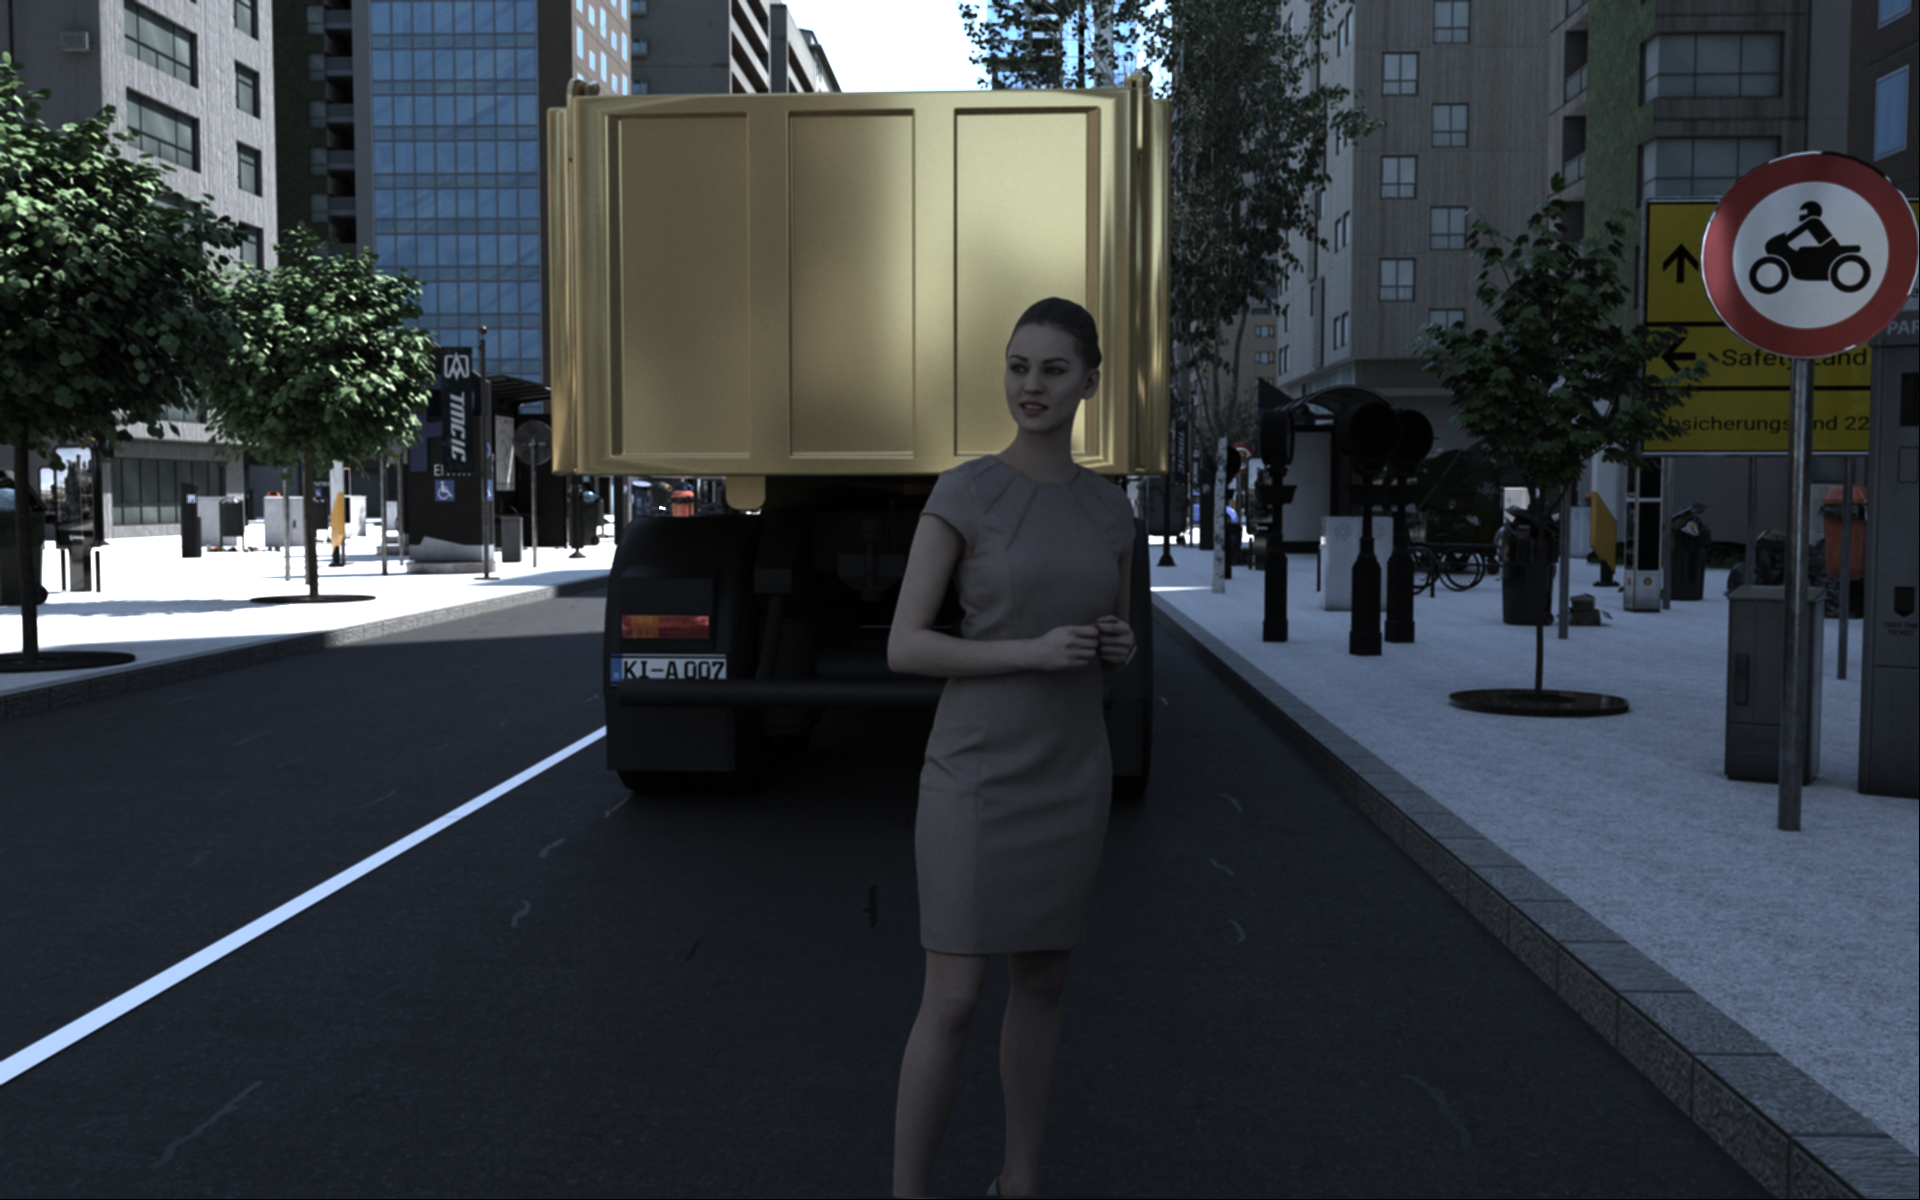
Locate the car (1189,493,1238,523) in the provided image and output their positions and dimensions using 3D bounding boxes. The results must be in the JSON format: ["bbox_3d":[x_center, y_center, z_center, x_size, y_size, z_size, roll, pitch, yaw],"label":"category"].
[{"bbox_3d":[10.125,-3.984,74.723,3.694,1.707,1.945,0,4,0],"label":"car"}]

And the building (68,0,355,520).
[{"bbox_3d":[-40.938,-20.172,101.519,14.107,30.474,14.160,0,4,2],"label":"building"}]

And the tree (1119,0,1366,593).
[{"bbox_3d":[3.242,-4.405,22.379,4.360,8.622,3.978,0,3,0],"label":"tree"}]

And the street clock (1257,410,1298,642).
[{"bbox_3d":[2.753,-0.642,15.059,0.358,2.002,0.471,1,4,20],"label":"street clock"}]

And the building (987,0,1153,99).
[{"bbox_3d":[15.801,-58.012,261.170,31.000,86.520,22.319,0,4,2],"label":"building"}]

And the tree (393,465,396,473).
[{"bbox_3d":[-16.694,-3.586,53.235,1.663,3.219,1.824,0,3,0],"label":"tree"}]

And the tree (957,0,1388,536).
[{"bbox_3d":[7.054,-12.014,52.311,12.611,20.169,13.585,0,3,0],"label":"tree"}]

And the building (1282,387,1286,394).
[{"bbox_3d":[32.148,-29.294,129.064,14.600,45.320,14.200,0,4,2],"label":"building"}]

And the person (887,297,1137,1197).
[{"bbox_3d":[0.108,0.351,3.098,0.599,1.781,0.374,-2,4,-27],"label":"person"}]

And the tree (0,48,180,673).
[{"bbox_3d":[-7.091,-1.792,13.014,4.285,4.588,4.351,0,3,0],"label":"tree"}]

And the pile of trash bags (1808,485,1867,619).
[{"bbox_3d":[9.541,-0.496,17.859,1.912,1.369,3.447,3,5,40],"label":"pile of trash bags"}]

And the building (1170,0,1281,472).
[{"bbox_3d":[33.734,-46.889,204.894,20.563,71.187,20.611,0,4,2],"label":"building"}]

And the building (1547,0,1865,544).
[{"bbox_3d":[24.291,-22.319,48.510,14.154,41.232,14.086,0,4,2],"label":"building"}]

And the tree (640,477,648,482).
[{"bbox_3d":[-15.914,-5.857,90.362,1.663,3.219,1.824,0,3,0],"label":"tree"}]

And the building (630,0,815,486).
[{"bbox_3d":[-25.748,-33.218,166.821,21.300,48.544,21.600,0,4,2],"label":"building"}]

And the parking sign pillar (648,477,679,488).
[{"bbox_3d":[-11.191,-4.703,65.367,1.447,3.967,1.447,3,4,37],"label":"parking sign pillar"}]

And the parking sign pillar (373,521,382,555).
[{"bbox_3d":[-11.714,-2.959,36.849,1.447,3.967,1.447,-2,4,-24],"label":"parking sign pillar"}]

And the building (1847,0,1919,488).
[{"bbox_3d":[24.301,-23.007,26.269,14.600,45.320,14.200,0,4,2],"label":"building"}]

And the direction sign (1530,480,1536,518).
[{"bbox_3d":[6.762,-1.738,20.409,0.379,3.537,0.876,0,4,-4],"label":"direction sign"}]

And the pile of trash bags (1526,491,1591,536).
[{"bbox_3d":[14.001,-1.834,39.746,1.912,1.369,3.447,3,5,42],"label":"pile of trash bags"}]

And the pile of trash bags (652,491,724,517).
[{"bbox_3d":[-7.212,-2.208,45.850,1.912,1.369,3.447,0,4,-2],"label":"pile of trash bags"}]

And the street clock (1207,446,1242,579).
[{"bbox_3d":[3.988,-1.321,26.172,0.471,2.002,0.358,-1,4,-17],"label":"street clock"}]

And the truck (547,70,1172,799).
[{"bbox_3d":[-0.110,-0.972,11.823,3.469,3.379,9.791,0,4,4],"label":"truck"}]

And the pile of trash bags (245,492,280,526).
[{"bbox_3d":[-29.096,-3.660,69.593,3.447,1.369,1.912,-2,4,-27],"label":"pile of trash bags"}]

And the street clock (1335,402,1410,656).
[{"bbox_3d":[3.239,-0.563,13.776,0.471,2.002,0.358,-1,4,-16],"label":"street clock"}]

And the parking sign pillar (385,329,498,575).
[{"bbox_3d":[-8.297,-2.428,28.163,1.447,3.967,1.447,1,4,12],"label":"parking sign pillar"}]

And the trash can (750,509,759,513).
[{"bbox_3d":[-13.887,-6.448,117.071,0.748,1.137,0.748,0,3,0],"label":"trash can"}]

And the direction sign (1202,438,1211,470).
[{"bbox_3d":[9.957,-4.770,69.979,0.379,3.537,0.876,-1,4,-13],"label":"direction sign"}]

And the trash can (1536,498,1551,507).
[{"bbox_3d":[21.193,-3.157,63.277,0.748,1.137,0.748,0,3,0],"label":"trash can"}]

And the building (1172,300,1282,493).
[{"bbox_3d":[37.352,-20.562,181.223,27.650,21.520,28.899,0,4,2],"label":"building"}]

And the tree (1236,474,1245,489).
[{"bbox_3d":[22.973,-9.198,134.094,4.285,4.588,4.351,0,3,0],"label":"tree"}]

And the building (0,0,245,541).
[{"bbox_3d":[-29.854,-17.250,53.740,14.107,30.474,14.160,0,4,2],"label":"building"}]

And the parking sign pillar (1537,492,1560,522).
[{"bbox_3d":[23.112,-4.818,67.242,1.447,3.967,1.447,0,4,-1],"label":"parking sign pillar"}]

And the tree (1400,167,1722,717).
[{"bbox_3d":[3.615,-0.961,10.308,1.663,3.219,1.824,0,3,0],"label":"tree"}]

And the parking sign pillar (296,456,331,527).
[{"bbox_3d":[-25.199,-4.843,67.660,1.447,3.967,1.447,-2,4,-33],"label":"parking sign pillar"}]

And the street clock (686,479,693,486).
[{"bbox_3d":[-10.324,-3.822,67.053,0.471,2.002,0.358,2,4,25],"label":"street clock"}]

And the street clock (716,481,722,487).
[{"bbox_3d":[-12.375,-5.165,89.016,0.358,2.002,0.471,-1,4,-21],"label":"street clock"}]

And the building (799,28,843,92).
[{"bbox_3d":[-28.194,-37.569,203.487,27.495,52.752,28.713,0,4,2],"label":"building"}]

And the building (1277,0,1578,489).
[{"bbox_3d":[34.304,-31.514,104.494,27.495,52.752,28.713,0,4,2],"label":"building"}]

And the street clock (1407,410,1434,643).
[{"bbox_3d":[3.812,-0.636,14.964,0.471,2.002,0.358,-1,4,-14],"label":"street clock"}]

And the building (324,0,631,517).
[{"bbox_3d":[-27.543,-27.566,100.809,14.600,45.320,14.200,0,4,2],"label":"building"}]

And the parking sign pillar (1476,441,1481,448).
[{"bbox_3d":[25.211,-5.964,85.976,1.447,3.967,1.447,1,4,23],"label":"parking sign pillar"}]

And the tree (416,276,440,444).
[{"bbox_3d":[-7.800,-2.274,20.886,4.285,4.588,4.351,0,3,0],"label":"tree"}]

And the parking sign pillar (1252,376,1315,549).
[{"bbox_3d":[7.382,-3.115,39.400,1.447,3.967,1.447,2,4,25],"label":"parking sign pillar"}]
